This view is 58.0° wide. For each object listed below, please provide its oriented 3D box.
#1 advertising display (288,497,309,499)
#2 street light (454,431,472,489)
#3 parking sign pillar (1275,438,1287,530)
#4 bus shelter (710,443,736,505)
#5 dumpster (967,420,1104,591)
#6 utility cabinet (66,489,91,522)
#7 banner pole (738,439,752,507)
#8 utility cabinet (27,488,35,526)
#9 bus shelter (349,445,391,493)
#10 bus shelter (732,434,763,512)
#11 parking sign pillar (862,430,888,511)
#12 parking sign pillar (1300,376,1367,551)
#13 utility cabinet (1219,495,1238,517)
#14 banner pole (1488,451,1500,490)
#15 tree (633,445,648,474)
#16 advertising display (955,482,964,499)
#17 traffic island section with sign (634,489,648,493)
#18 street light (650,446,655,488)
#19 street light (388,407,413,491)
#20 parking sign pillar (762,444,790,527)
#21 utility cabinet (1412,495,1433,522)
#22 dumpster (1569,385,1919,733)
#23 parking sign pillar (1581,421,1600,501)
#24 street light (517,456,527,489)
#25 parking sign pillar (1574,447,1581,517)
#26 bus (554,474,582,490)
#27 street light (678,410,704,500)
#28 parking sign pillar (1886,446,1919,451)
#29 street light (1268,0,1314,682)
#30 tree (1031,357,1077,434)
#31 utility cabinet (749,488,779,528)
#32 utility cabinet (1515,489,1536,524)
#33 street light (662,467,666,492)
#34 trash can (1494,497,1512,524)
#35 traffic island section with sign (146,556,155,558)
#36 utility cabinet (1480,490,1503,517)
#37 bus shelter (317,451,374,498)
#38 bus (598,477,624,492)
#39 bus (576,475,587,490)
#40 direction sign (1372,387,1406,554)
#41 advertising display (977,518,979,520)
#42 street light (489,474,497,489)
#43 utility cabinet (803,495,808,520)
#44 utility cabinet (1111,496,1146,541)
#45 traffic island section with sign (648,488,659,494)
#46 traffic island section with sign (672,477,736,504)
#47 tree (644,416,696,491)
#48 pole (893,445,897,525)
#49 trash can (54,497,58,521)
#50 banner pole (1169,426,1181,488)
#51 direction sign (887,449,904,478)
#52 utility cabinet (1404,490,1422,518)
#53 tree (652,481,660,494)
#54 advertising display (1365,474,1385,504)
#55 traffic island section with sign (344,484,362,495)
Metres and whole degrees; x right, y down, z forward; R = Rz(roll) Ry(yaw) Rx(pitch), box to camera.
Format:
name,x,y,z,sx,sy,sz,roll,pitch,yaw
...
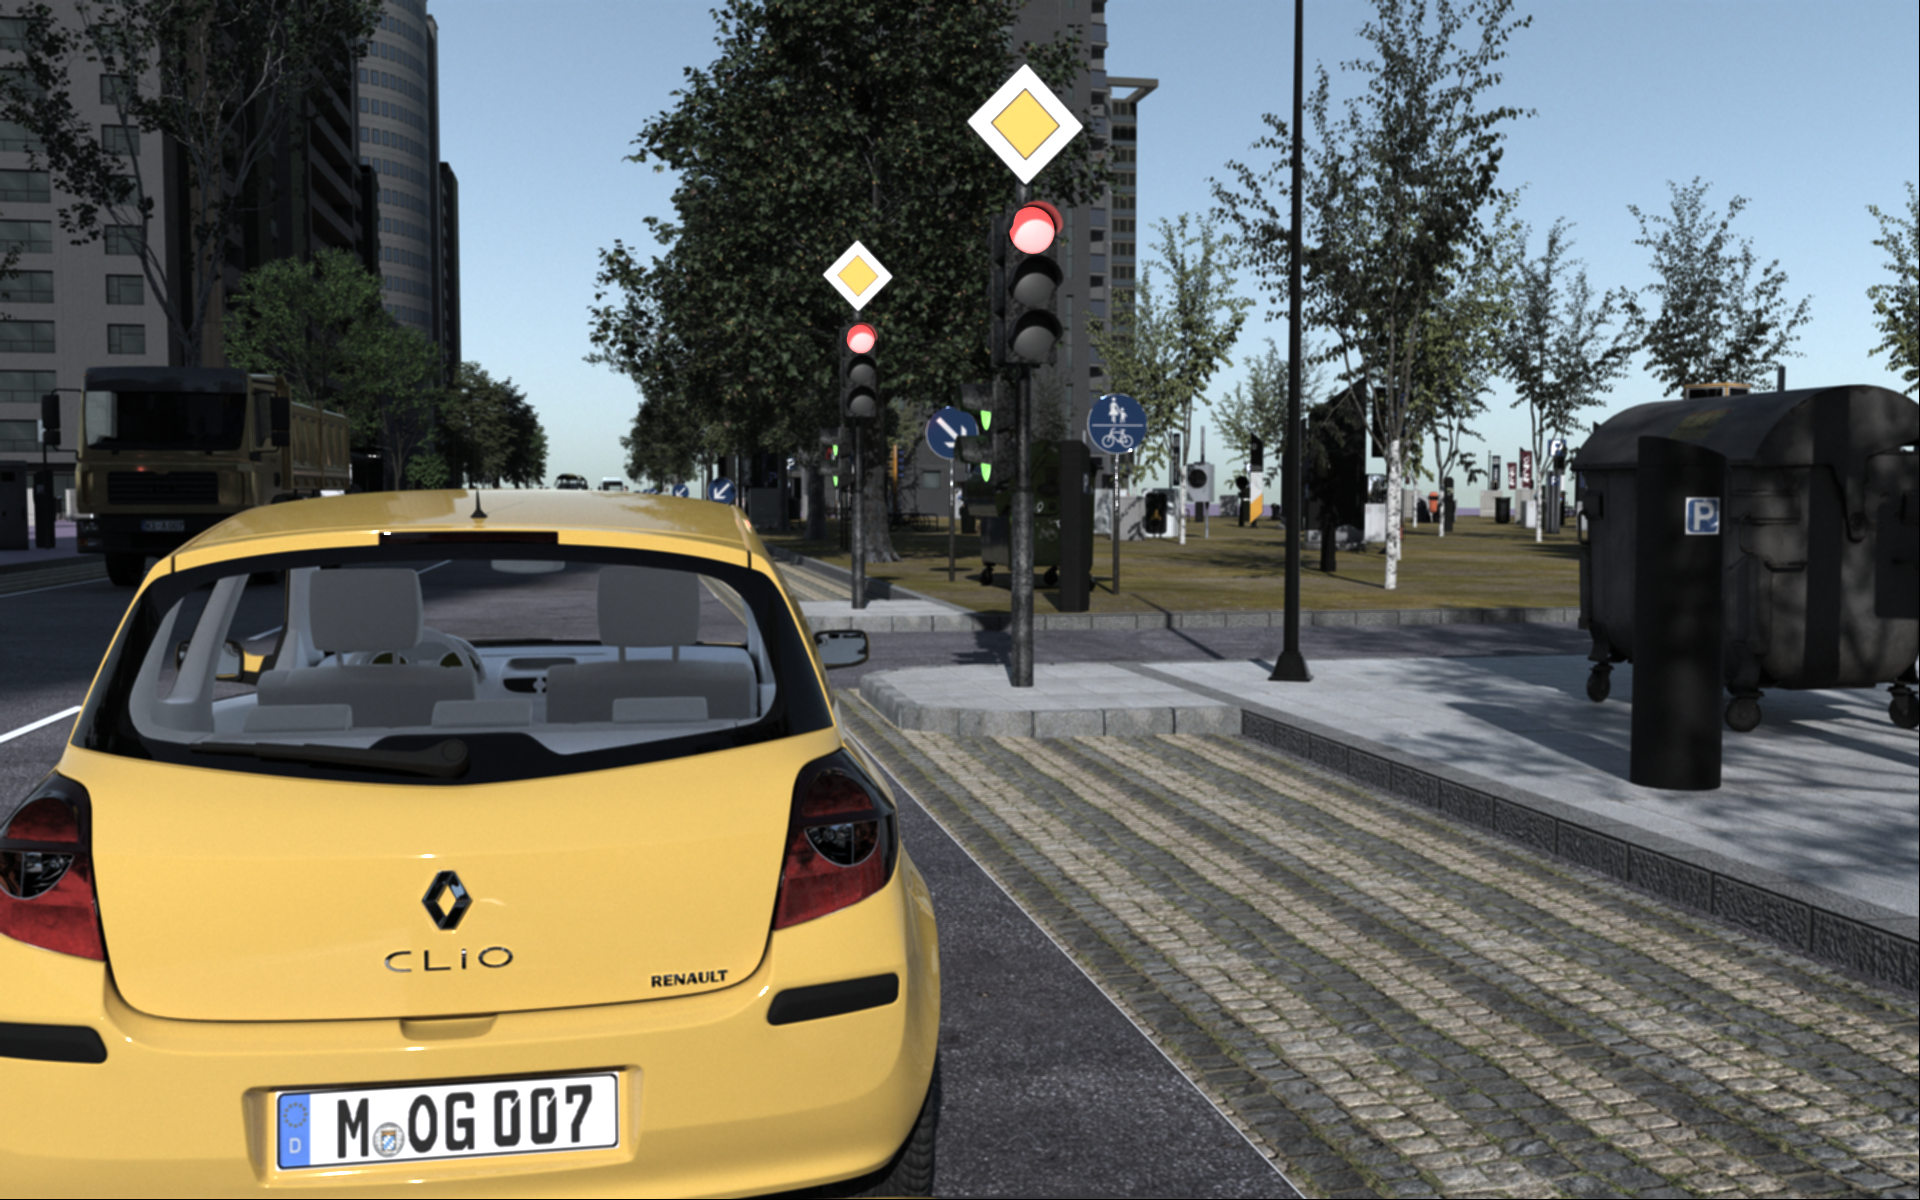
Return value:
name,x,y,z,sx,sy,sz,roll,pitch,yaw
advertising display,-32.594,-4.903,85.374,0.974,1.923,0.123,-1,4,-11
street light,-36.915,-9.537,128.475,1.470,5.913,1.316,-1,4,-11
parking sign pillar,12.061,-4.501,62.056,1.447,3.967,1.447,-2,4,-24
bus shelter,-10.913,-5.601,82.864,1.731,3.624,6.357,-1,4,-11
dumpster,1.007,-1.280,23.422,1.502,2.255,1.985,-1,4,-11
utility cabinet,-40.486,-4.341,79.661,0.318,1.500,1.173,2,4,26
banner pole,-8.662,-4.849,69.304,0.863,3.779,0.401,2,4,27
utility cabinet,-36.216,-3.642,68.224,1.173,1.500,0.318,2,4,28
bus shelter,-29.598,-5.805,86.196,1.731,3.624,6.357,-1,4,-11
bus shelter,-8.758,-5.956,75.009,2.179,5.291,8.768,-1,4,-11
parking sign pillar,-3.639,-5.034,70.773,1.447,3.967,1.447,-1,4,-14
parking sign pillar,8.575,-3.125,39.573,1.447,3.967,1.447,0,4,-2
utility cabinet,15.187,-5.299,97.804,1.020,1.237,0.306,1,4,20
banner pole,30.742,-6.720,99.882,0.863,3.779,0.401,0,4,-2
tree,-41.296,-19.046,237.155,9.928,11.665,9.643,0,3,0
advertising display,-0.123,-5.142,89.278,0.123,1.923,0.974,-3,4,-36
traffic island section with sign,-26.159,-8.274,143.905,1.989,1.847,2.006,-1,4,-11
street light,-30.960,-12.500,176.919,1.470,5.913,1.316,-1,4,-11
street light,-29.706,-7.304,91.955,1.470,5.913,1.316,-1,4,-11
parking sign pillar,-7.337,-4.811,67.129,1.447,3.967,1.447,-1,4,-14
utility cabinet,21.596,-4.251,80.673,1.020,1.237,0.306,-1,4,-16
dumpster,4.575,-0.262,10.049,1.264,1.857,1.865,-1,4,-11
parking sign pillar,23.916,-4.604,63.750,1.447,3.967,1.447,2,4,35
street light,-53.325,-14.567,210.711,1.470,5.913,1.316,-1,4,-11
parking sign pillar,35.719,-6.731,98.522,1.447,3.967,1.447,0,4,-3
bus,-47.854,-13.489,212.097,2.896,3.916,12.252,-1,4,-10
street light,-14.645,-7.484,94.910,1.470,5.913,1.316,-1,4,-11
parking sign pillar,42.351,-5.488,78.202,1.447,3.967,1.447,-1,4,-8
street light,1.761,-2.396,11.713,1.470,5.913,1.316,-1,4,-11
tree,4.468,-8.744,93.334,4.360,8.622,3.978,0,3,0
utility cabinet,-7.230,-3.398,64.237,1.173,1.500,0.318,-1,4,-16
utility cabinet,23.926,-3.952,73.293,1.173,1.500,0.318,-3,5,-42
street light,-21.934,-9.738,131.756,1.470,5.913,1.316,-1,4,-11
trash can,23.666,-3.906,75.524,0.748,1.137,0.748,0,3,0
traffic island section with sign,-17.821,-1.881,39.380,1.989,1.847,2.006,-1,4,-11
utility cabinet,29.558,-5.363,96.364,1.173,1.500,0.318,1,4,16
bus shelter,-28.464,-5.264,79.998,2.014,3.302,5.546,-1,4,-11
bus,-41.779,-13.008,207.540,2.948,3.499,13.247,-1,4,-13
bus,-50.754,-14.534,229.169,2.896,3.916,12.252,-1,4,-11
direction sign,9.131,-2.749,36.937,0.876,3.537,0.379,-2,4,-26
advertising display,1.162,-4.865,84.760,0.123,1.923,0.974,-3,5,-40
street light,-44.322,-11.778,165.105,1.470,5.913,1.316,-1,4,-11
utility cabinet,-7.456,-4.677,87.627,1.020,1.237,0.306,-3,5,-44
utility cabinet,4.683,-2.262,48.140,1.020,1.237,0.306,3,5,44
traffic island section with sign,-11.130,-3.642,68.180,1.989,1.847,2.006,-1,4,-11
traffic island section with sign,-5.888,-2.025,41.738,1.989,1.847,2.006,-1,4,-11
tree,-22.150,-11.339,135.761,4.360,8.622,3.978,0,3,0
pole,-2.689,-4.752,71.535,0.158,3.312,0.155,0,3,0
trash can,-40.698,-4.017,77.339,0.748,1.137,0.748,0,3,0
banner pole,7.793,-4.469,63.091,0.401,3.779,0.863,-2,4,-24
direction sign,-3.222,-5.767,86.294,0.876,3.537,0.379,0,4,5
utility cabinet,24.133,-5.139,92.700,0.318,1.500,1.173,-3,5,-43
tree,-39.283,-14.099,225.113,1.663,3.219,1.824,0,3,0
advertising display,13.395,-3.105,55.977,0.974,1.923,0.123,-3,5,-44
traffic island section with sign,-23.081,-3.503,65.903,1.989,1.847,2.006,-1,4,-11
